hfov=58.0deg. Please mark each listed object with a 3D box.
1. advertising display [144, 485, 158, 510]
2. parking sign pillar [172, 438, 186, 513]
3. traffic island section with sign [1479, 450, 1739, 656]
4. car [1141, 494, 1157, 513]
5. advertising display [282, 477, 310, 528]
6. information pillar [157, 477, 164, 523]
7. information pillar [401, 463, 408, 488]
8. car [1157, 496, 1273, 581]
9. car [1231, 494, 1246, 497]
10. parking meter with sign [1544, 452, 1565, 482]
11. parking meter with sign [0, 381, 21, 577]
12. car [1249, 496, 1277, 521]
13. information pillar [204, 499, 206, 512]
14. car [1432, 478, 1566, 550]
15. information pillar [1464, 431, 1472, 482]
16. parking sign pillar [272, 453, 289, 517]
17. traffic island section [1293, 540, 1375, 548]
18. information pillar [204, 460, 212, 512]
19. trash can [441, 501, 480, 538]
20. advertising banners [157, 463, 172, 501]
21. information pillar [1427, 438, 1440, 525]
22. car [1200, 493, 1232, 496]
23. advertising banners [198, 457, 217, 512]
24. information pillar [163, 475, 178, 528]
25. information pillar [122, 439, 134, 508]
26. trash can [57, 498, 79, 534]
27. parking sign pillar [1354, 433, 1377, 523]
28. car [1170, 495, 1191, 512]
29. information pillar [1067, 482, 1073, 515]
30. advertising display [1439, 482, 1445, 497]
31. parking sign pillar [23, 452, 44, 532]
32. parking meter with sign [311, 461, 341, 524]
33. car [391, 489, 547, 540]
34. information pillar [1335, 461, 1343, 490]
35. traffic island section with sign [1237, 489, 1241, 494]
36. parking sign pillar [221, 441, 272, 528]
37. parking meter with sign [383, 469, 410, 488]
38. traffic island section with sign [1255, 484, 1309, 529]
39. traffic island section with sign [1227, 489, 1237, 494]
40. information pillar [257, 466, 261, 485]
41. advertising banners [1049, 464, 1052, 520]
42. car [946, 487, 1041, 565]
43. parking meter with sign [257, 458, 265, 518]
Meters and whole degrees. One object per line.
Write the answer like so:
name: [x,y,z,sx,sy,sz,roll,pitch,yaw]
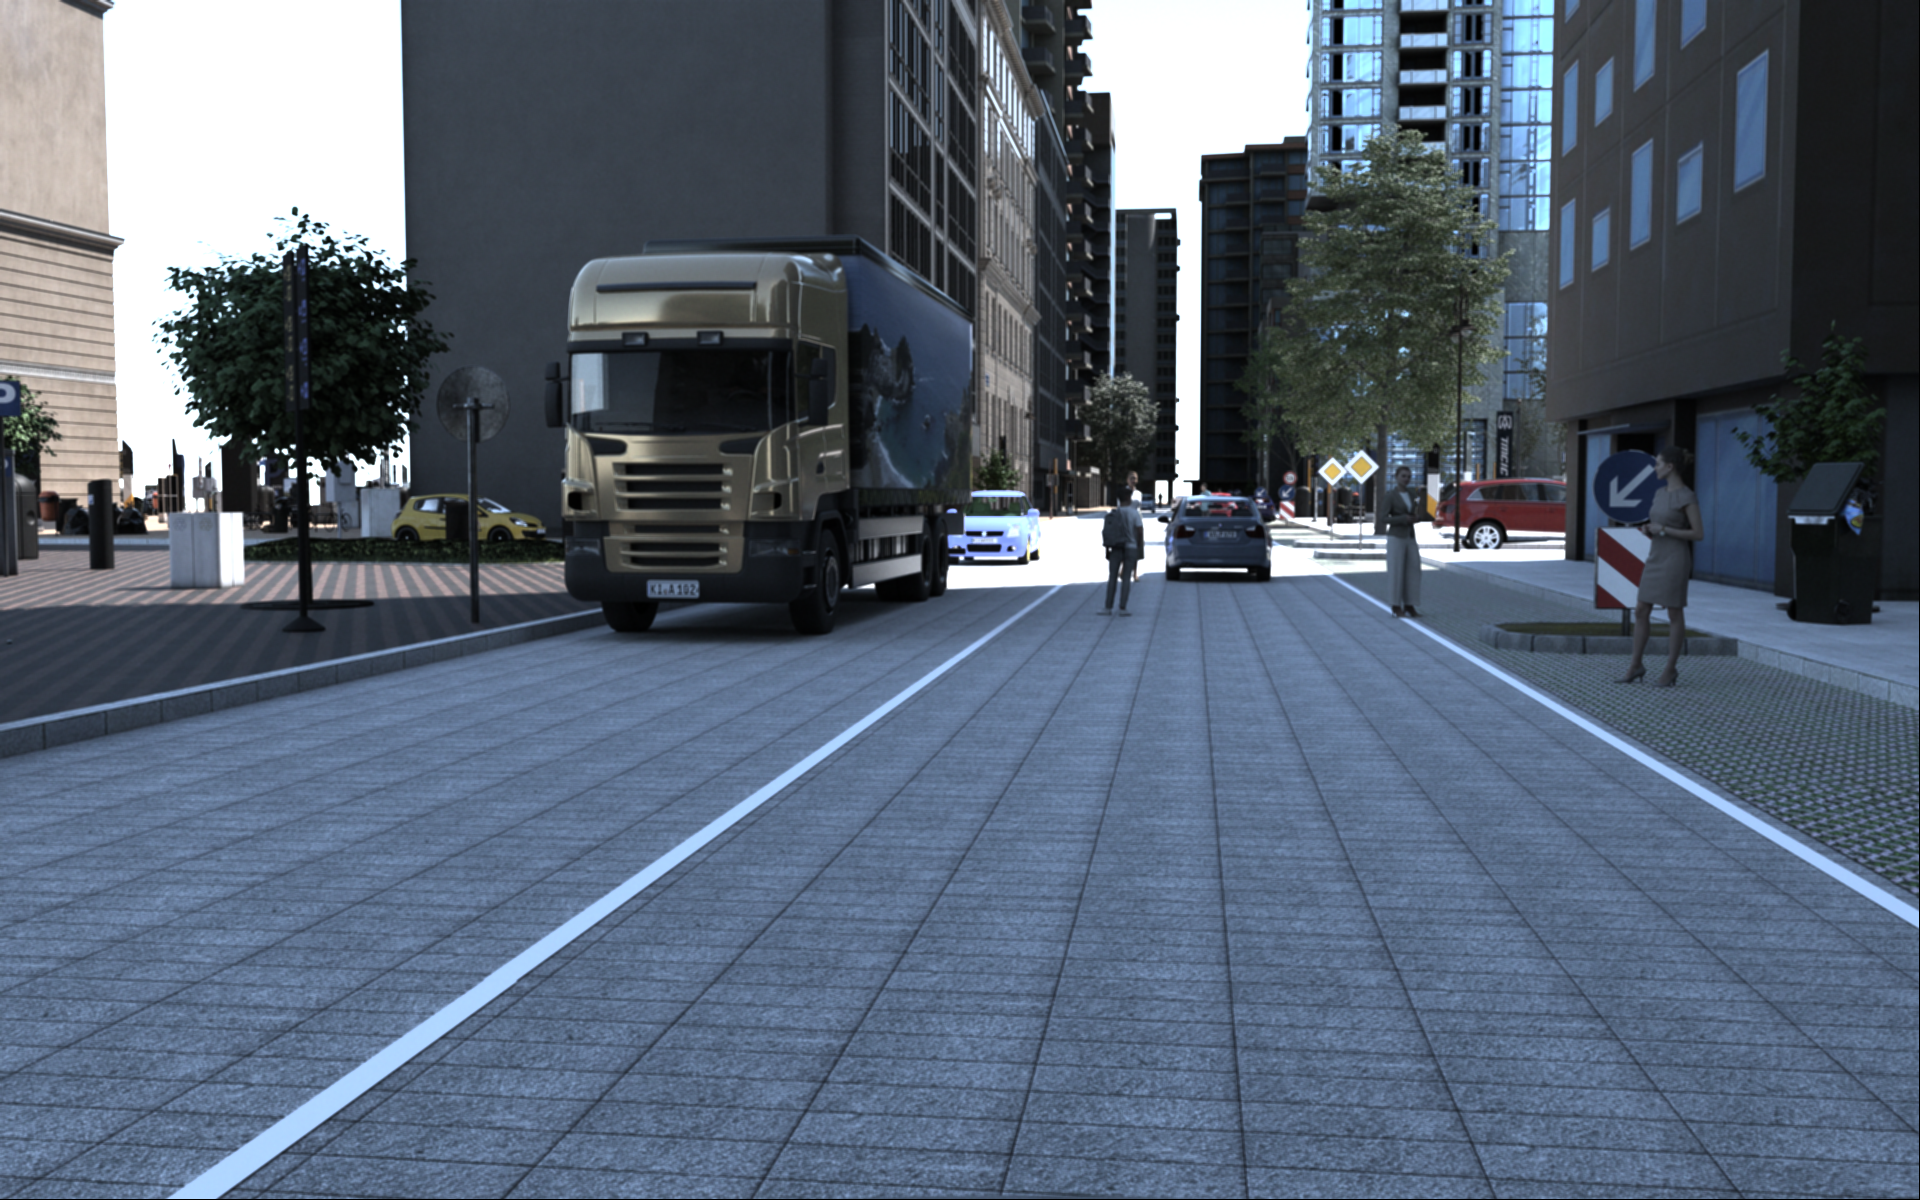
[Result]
advertising display: [-54.800,-6.864,117.434,0.974,1.923,0.123,0,4,8]
parking sign pillar: [-37.829,-5.836,83.887,1.447,3.967,1.447,-1,4,-18]
traffic island section with sign: [5.998,-0.469,16.292,1.989,1.847,2.006,0,4,8]
car: [14.096,-7.394,132.887,2.014,1.417,4.499,0,4,6]
advertising display: [-25.273,-3.716,65.970,0.974,1.923,0.123,-1,4,-9]
information pillar: [-34.901,-4.363,75.825,0.304,2.012,0.304,1,4,11]
information pillar: [-41.391,-8.425,129.107,0.504,3.616,0.183,1,4,9]
car: [4.427,-1.100,29.991,2.014,1.417,4.499,0,4,6]
car: [21.705,-7.688,135.489,2.009,1.686,4.222,0,4,8]
parking meter with sign: [24.531,-4.609,71.619,1.738,3.016,0.543,-2,4,-28]
parking meter with sign: [-15.168,-1.904,27.393,0.543,3.016,1.738,-2,4,-31]
car: [15.903,-4.867,92.161,1.945,1.354,3.894,1,4,9]
information pillar: [-52.361,-7.083,120.299,0.304,2.012,0.304,-2,4,-30]
car: [14.180,-2.034,41.933,5.304,1.827,2.281,1,4,10]
information pillar: [18.942,-4.483,64.656,0.183,3.616,0.504,3,5,44]
parking sign pillar: [-38.175,-6.624,96.781,1.447,3.967,1.447,0,4,7]
traffic island section: [10.048,-1.496,46.736,2.009,0.180,2.903,0,4,8]
information pillar: [-51.539,-7.797,118.835,0.504,3.616,0.183,0,4,-2]
trash can: [-10.045,-1.421,34.887,0.748,1.137,0.748,0,3,0]
advertising banners: [-44.915,-6.219,97.873,0.090,3.025,2.074,0,4,-3]
information pillar: [19.505,-4.889,71.295,0.504,3.616,0.183,2,4,33]
car: [10.415,-3.763,70.559,2.155,1.783,4.494,1,4,9]
advertising banners: [-35.033,-5.165,80.629,0.090,3.025,2.074,-3,5,-43]
information pillar: [-29.984,-3.757,65.925,0.304,2.012,0.304,3,4,38]
information pillar: [-35.314,-5.023,73.475,0.504,3.616,0.183,1,4,19]
trash can: [-29.020,-2.728,56.257,0.748,1.137,0.748,0,3,0]
parking sign pillar: [18.114,-5.381,76.448,1.447,3.967,1.447,1,4,11]
car: [18.407,-7.998,143.126,2.083,1.381,4.827,0,4,8]
information pillar: [6.589,-6.091,104.080,0.304,2.012,0.304,-1,4,-13]
advertising display: [26.280,-5.537,95.742,0.974,1.923,0.123,1,4,15]
parking sign pillar: [-31.489,-4.246,57.890,1.447,3.967,1.447,-2,4,-33]
parking meter with sign: [-26.741,-4.719,73.415,1.738,3.016,0.543,1,4,21]
car: [-12.953,-2.177,45.822,3.980,1.641,2.015,1,4,9]
information pillar: [25.327,-7.615,115.861,0.504,3.616,0.183,3,4,36]
traffic island section with sign: [16.941,-5.490,98.384,1.989,1.847,2.006,0,4,8]
parking sign pillar: [-27.555,-4.756,66.225,1.447,3.967,1.447,1,4,13]
parking meter with sign: [-38.470,-7.434,117.802,1.738,3.016,0.543,1,4,18]
traffic island section with sign: [13.379,-3.855,71.664,1.989,1.847,2.006,0,4,8]
traffic island section with sign: [27.107,-10.153,174.624,1.989,1.847,2.006,0,4,8]
information pillar: [-36.459,-6.031,89.964,0.183,3.616,0.504,0,4,5]
advertising banners: [4.440,-5.436,85.060,0.090,3.025,2.074,0,4,5]
car: [0.731,-1.634,36.309,1.945,1.707,3.694,0,4,8]
parking meter with sign: [-30.232,-4.715,73.358,1.738,3.016,0.543,2,4,27]
